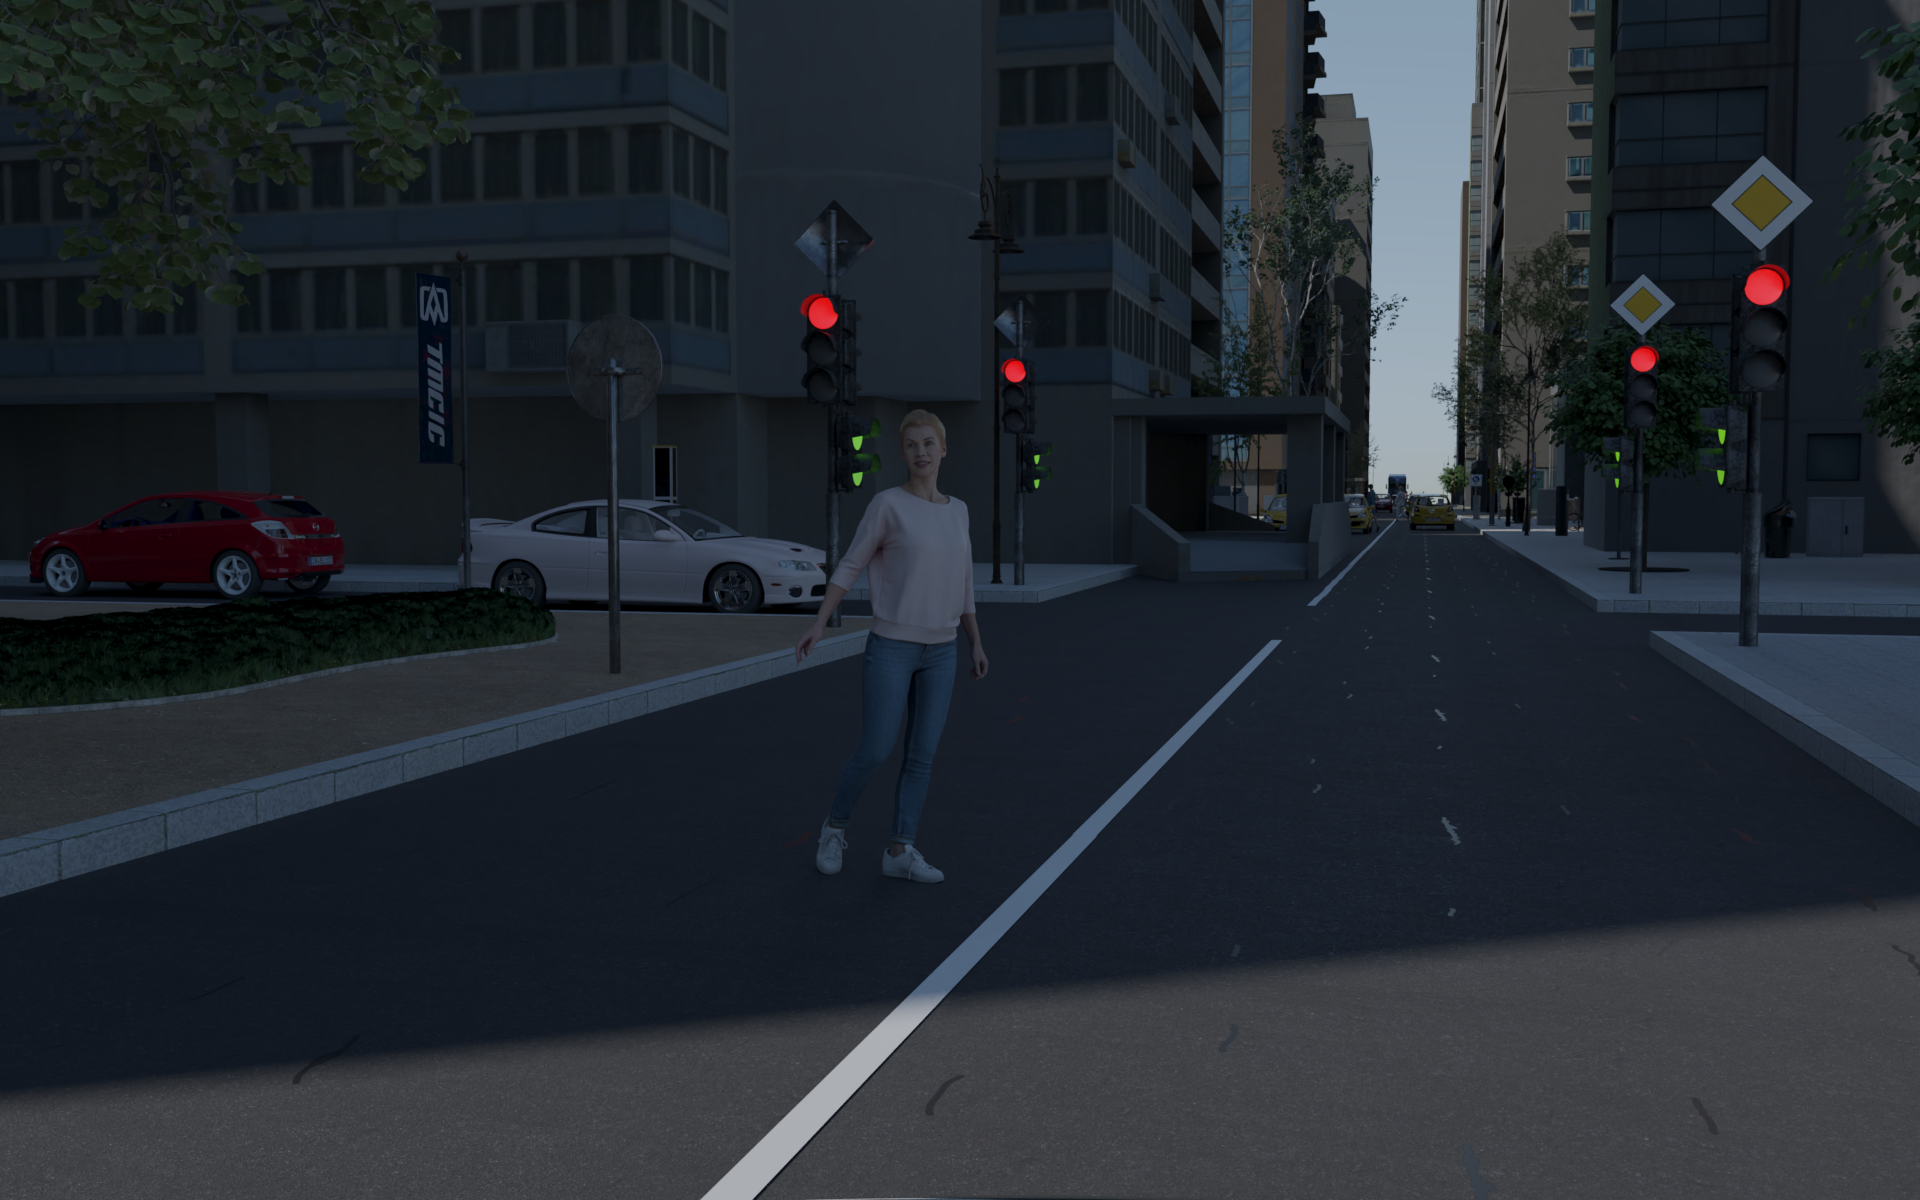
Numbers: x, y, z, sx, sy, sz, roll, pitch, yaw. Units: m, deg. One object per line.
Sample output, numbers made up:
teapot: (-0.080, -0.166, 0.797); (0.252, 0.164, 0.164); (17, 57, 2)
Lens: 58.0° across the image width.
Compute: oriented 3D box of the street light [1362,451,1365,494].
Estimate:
street light: (41.706, -12.626, 179.229); (0.468, 5.910, 1.993); (1, 4, 15)

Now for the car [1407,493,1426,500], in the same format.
car: (36.314, -7.779, 136.776); (1.945, 1.707, 3.694); (1, 4, 13)

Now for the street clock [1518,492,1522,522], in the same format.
street clock: (25.033, -4.478, 77.784); (0.358, 2.002, 0.471); (2, 4, 27)

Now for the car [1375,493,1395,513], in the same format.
car: (32.578, -7.645, 134.029); (2.155, 1.783, 4.494); (1, 4, 14)

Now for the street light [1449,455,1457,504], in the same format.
street light: (47.934, -11.929, 167.833); (0.468, 5.910, 1.993); (1, 4, 15)

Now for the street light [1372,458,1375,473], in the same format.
street light: (52.378, -15.095, 219.594); (0.468, 5.910, 1.993); (1, 4, 15)

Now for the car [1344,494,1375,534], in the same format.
car: (14.209, -3.260, 63.530); (2.015, 1.641, 3.980); (1, 4, 16)

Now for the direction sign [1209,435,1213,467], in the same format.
direction sign: (6.979, -3.533, 49.767); (0.379, 3.537, 0.876); (-2, 4, -27)

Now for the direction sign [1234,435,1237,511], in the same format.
direction sign: (8.453, -3.745, 53.226); (0.379, 3.537, 0.876); (0, 4, 6)

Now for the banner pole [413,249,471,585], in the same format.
banner pole: (-5.202, -1.687, 17.604); (0.401, 3.779, 0.863); (2, 4, 29)

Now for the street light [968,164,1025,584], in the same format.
street light: (0.526, -3.173, 24.662); (0.468, 5.910, 1.993); (1, 4, 15)

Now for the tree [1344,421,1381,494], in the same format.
tree: (39.031, -13.430, 169.940); (4.360, 8.622, 3.978); (0, 3, 0)

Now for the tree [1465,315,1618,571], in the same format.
tree: (11.502, -2.761, 28.856); (4.285, 4.588, 4.351); (0, 3, 0)

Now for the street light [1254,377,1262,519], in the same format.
street light: (11.223, -5.645, 65.076); (0.468, 5.910, 1.993); (1, 4, 15)

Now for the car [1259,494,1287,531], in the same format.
car: (10.102, -2.574, 52.305); (2.015, 1.641, 3.980); (1, 4, 16)

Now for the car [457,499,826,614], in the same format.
car: (-3.814, -0.551, 21.378); (4.827, 1.381, 2.083); (1, 4, 15)

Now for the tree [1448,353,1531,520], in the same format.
tree: (26.644, -8.297, 86.024); (4.360, 8.622, 3.978); (0, 3, 0)

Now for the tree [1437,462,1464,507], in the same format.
tree: (50.149, -11.747, 175.770); (4.285, 4.588, 4.351); (0, 3, 0)

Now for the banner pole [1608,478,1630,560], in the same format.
banner pole: (12.940, -2.698, 34.134); (0.401, 3.779, 0.863); (0, 4, 1)

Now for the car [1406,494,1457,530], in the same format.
car: (19.060, -3.654, 69.971); (2.015, 1.641, 3.980); (1, 4, 13)

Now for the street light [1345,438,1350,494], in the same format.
street light: (31.233, -10.229, 140.028); (0.468, 5.910, 1.993); (1, 4, 15)

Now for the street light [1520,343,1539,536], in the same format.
street light: (17.506, -4.926, 53.330); (0.468, 5.910, 1.993); (1, 4, 15)

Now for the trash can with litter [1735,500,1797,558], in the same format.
trash can with litter: (16.159, -1.428, 34.737); (1.055, 1.170, 0.624); (1, 4, 15)

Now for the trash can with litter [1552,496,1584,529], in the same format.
trash can with litter: (22.836, -3.201, 63.388); (2.233, 1.210, 1.678); (1, 4, 18)

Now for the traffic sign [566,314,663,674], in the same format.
traffic sign: (-2.469, -0.747, 12.320); (0.768, 2.556, 0.104); (1, 4, 18)

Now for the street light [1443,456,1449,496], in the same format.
street light: (58.492, -14.364, 207.645); (0.468, 5.910, 1.993); (1, 4, 15)

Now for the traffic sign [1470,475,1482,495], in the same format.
traffic sign: (26.906, -5.395, 90.340); (0.606, 2.300, 0.079); (2, 4, 24)

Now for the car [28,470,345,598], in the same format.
car: (-11.012, -0.950, 24.575); (4.494, 1.783, 2.155); (1, 4, 14)

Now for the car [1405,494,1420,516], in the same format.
car: (30.288, -6.355, 114.130); (2.015, 1.641, 3.980); (1, 4, 16)

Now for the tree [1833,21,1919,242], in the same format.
tree: (5.737, -1.469, 7.724); (4.285, 4.588, 4.351); (0, 3, 0)

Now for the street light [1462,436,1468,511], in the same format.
street light: (37.123, -9.459, 127.438); (0.468, 5.910, 1.993); (1, 4, 15)

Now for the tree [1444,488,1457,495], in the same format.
tree: (56.300, -12.482, 198.682); (1.663, 3.219, 1.824); (0, 3, 0)

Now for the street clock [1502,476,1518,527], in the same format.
street clock: (21.665, -3.904, 68.408); (0.471, 2.002, 0.358); (1, 4, 22)

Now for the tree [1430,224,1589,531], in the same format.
tree: (19.906, -7.650, 59.484); (7.601, 10.594, 8.767); (0, 4, 6)

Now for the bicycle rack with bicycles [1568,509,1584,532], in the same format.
bicycle rack with bicycles: (22.199, -2.813, 59.370); (2.925, 0.926, 2.852); (2, 4, 34)

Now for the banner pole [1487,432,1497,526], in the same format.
banner pole: (21.646, -4.909, 70.287); (0.401, 3.779, 0.863); (1, 4, 23)

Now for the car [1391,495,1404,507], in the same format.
car: (49.978, -11.336, 197.921); (1.945, 1.354, 3.894); (1, 4, 15)

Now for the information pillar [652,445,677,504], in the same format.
information pillar: (-4.473, -1.333, 26.292); (0.304, 2.012, 0.304); (0, 4, 6)

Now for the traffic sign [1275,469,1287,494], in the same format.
traffic sign: (13.258, -4.227, 71.237); (0.606, 2.300, 0.079); (1, 4, 19)

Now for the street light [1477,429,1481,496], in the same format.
street light: (28.328, -7.439, 94.417); (0.468, 5.910, 1.993); (1, 4, 15)

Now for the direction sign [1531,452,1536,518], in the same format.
direction sign: (30.830, -6.207, 93.485); (0.379, 3.537, 0.876); (-1, 4, -10)

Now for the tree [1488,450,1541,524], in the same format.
tree: (24.174, -4.931, 75.222); (1.663, 3.219, 1.824); (0, 3, 0)

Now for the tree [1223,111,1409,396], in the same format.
tree: (16.322, -14.243, 88.762); (12.611, 20.169, 13.585); (0, 3, 0)
